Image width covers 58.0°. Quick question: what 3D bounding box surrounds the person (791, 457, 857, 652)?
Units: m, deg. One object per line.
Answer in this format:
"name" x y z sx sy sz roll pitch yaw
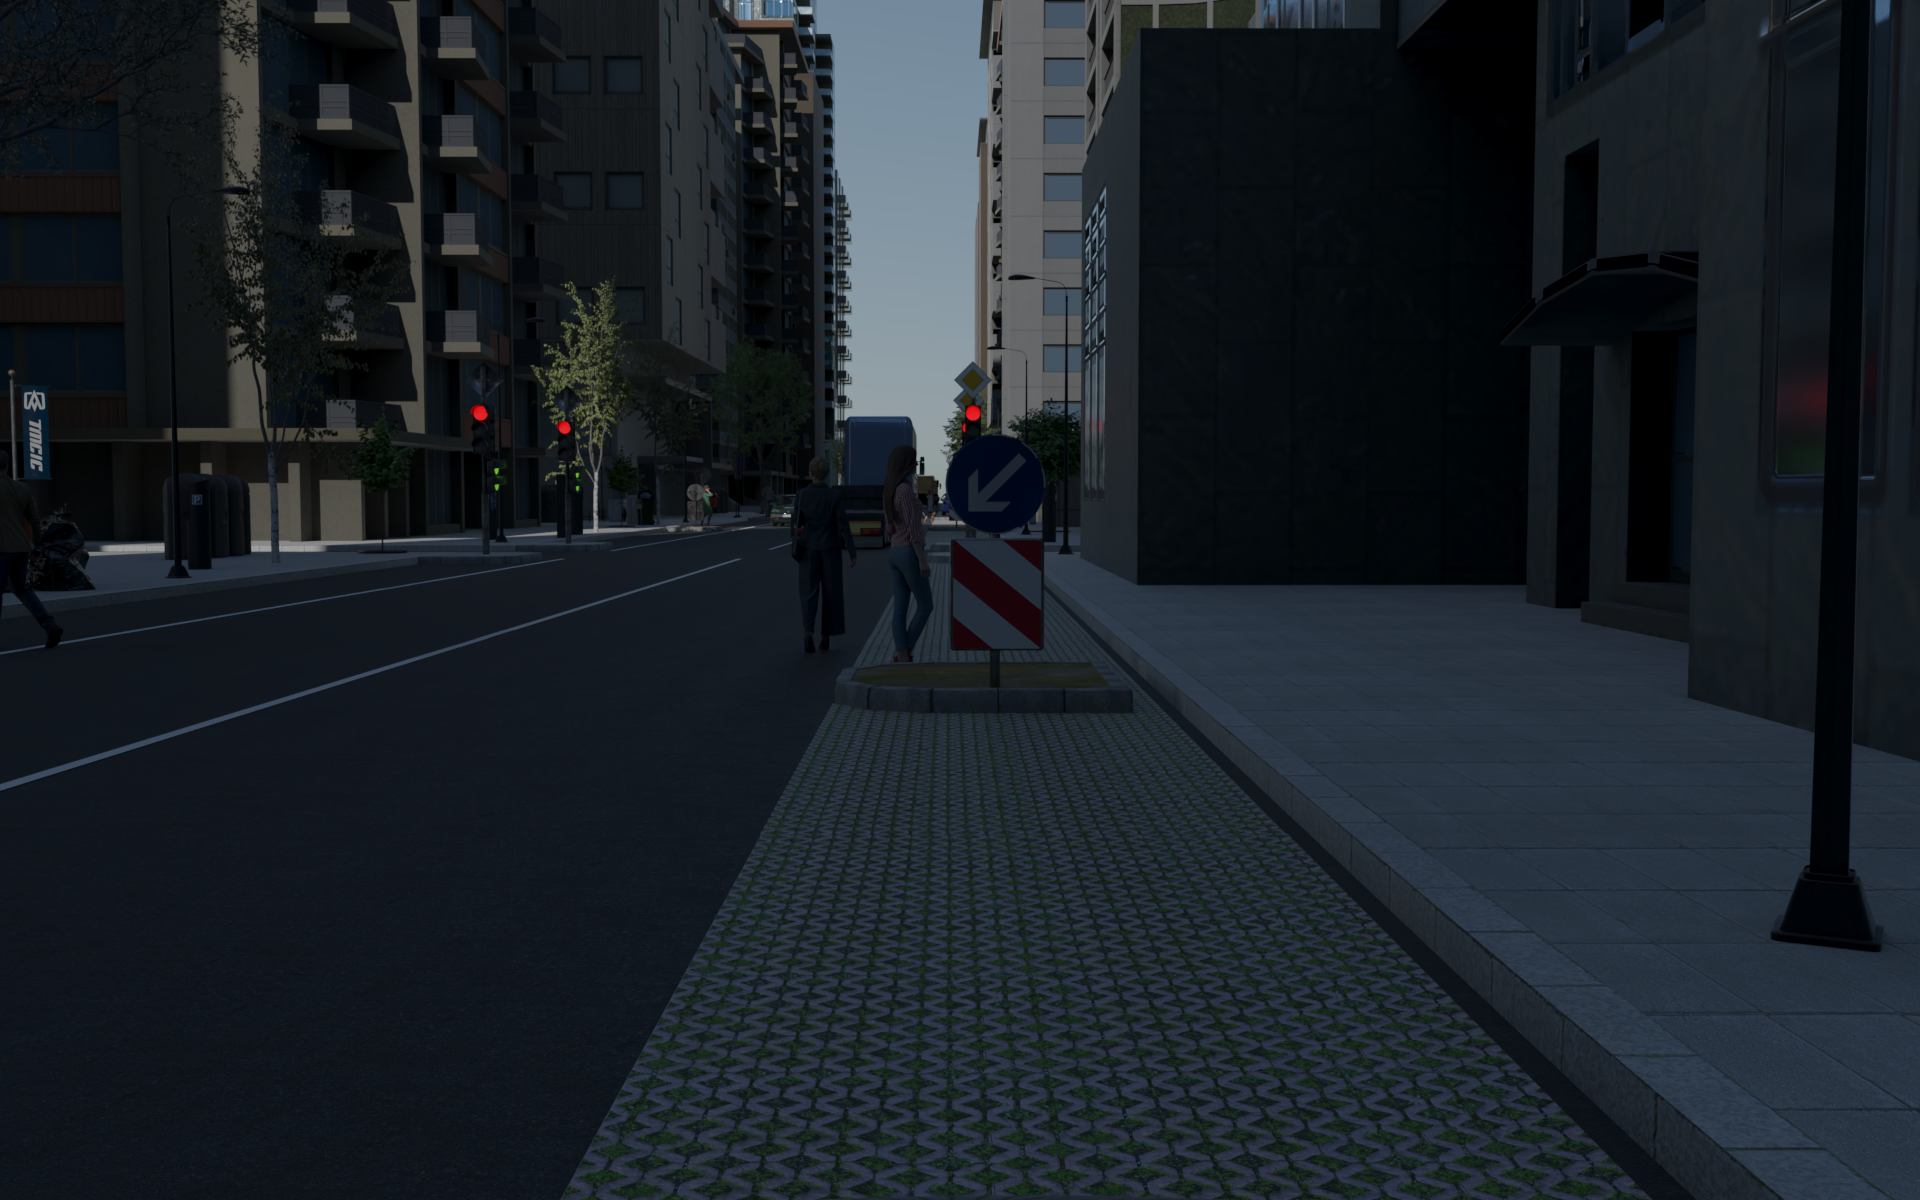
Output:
"person" -1.254 -0.422 15.822 0.576 1.772 0.534 -1 4 -15

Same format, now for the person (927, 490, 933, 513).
"person" -2.286 -7.507 131.900 0.551 1.740 0.621 1 4 19

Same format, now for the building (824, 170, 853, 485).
"building" -27.083 -38.584 250.464 23.786 49.044 30.456 0 4 0

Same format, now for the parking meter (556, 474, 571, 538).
"parking meter" -11.628 -2.746 50.604 0.255 1.863 0.399 0 4 -1

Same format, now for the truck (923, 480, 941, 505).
"truck" -4.293 -14.700 236.270 3.469 3.379 9.791 0 4 0

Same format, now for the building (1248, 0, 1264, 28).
"building" 16.943 -24.588 52.121 14.200 45.320 14.600 0 4 0

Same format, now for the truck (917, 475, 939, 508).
"truck" -3.911 -11.168 178.520 3.469 3.379 9.791 0 4 0

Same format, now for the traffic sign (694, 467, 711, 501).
"traffic sign" -12.069 -4.958 81.163 0.768 2.556 0.104 0 4 0

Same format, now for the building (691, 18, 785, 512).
"building" -30.063 -26.924 132.091 32.217 40.220 23.993 0 4 0

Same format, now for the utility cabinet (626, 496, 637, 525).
"utility cabinet" -13.592 -3.782 73.004 0.306 1.237 1.020 2 4 33

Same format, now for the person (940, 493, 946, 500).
"person" -1.017 -8.125 141.299 1.348 1.831 0.705 1 4 20

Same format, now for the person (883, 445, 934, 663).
"person" -0.404 -0.322 13.773 0.388 1.821 0.555 -3 4 -36

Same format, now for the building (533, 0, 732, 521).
"building" -27.662 -30.891 94.306 28.713 52.752 27.495 0 4 0

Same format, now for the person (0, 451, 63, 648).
"person" -8.735 -0.462 15.965 0.836 1.842 0.656 -1 4 -14

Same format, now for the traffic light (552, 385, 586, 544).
"traffic light" -10.109 -3.411 44.684 0.839 4.253 0.868 0 4 0

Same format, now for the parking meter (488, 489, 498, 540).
"parking meter" -13.188 -2.460 48.631 0.372 1.533 0.369 0 3 0

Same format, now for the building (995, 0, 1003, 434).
"building" 14.317 -30.468 152.777 22.147 44.769 28.867 0 4 0

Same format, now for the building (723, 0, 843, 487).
"building" -25.737 -55.401 218.478 22.319 86.520 31.000 0 4 0

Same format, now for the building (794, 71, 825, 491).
"building" -21.566 -32.447 180.623 14.600 45.320 14.200 0 4 0

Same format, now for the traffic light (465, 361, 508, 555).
"traffic light" -10.056 -2.922 36.699 0.839 4.253 0.868 0 4 0

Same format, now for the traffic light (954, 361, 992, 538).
"traffic light" 0.255 -2.927 36.783 0.839 4.253 0.868 0 4 0

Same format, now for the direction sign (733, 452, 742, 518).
"direction sign" -12.326 -6.379 96.295 0.379 3.537 0.876 1 4 19

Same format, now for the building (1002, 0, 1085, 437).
"building" 13.065 -34.432 104.959 21.231 58.520 28.212 0 4 0

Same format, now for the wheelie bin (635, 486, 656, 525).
"wheelie bin" -12.994 -3.889 71.496 0.693 1.594 0.980 -3 4 -39

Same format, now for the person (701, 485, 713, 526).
"person" -10.519 -3.854 71.761 0.529 1.795 0.600 -1 4 -16

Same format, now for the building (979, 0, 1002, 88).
"building" 16.561 -36.174 180.678 28.713 52.752 27.495 0 4 0

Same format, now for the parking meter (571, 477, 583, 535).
"parking meter" -12.060 -2.981 54.453 0.255 1.863 0.399 2 4 32

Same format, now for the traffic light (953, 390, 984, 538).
"traffic light" 0.202 -3.416 44.768 0.839 4.253 0.868 0 4 0

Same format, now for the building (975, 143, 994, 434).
"building" 9.355 -34.613 216.027 14.600 45.320 14.200 0 4 0

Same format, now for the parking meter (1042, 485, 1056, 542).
"parking meter" 2.377 -2.310 46.173 0.372 1.533 0.369 0 3 0

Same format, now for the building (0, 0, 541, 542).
"building" -26.048 -24.699 58.447 22.147 44.769 28.867 0 4 0

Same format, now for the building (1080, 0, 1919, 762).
"building" 13.683 -43.066 16.807 22.319 86.520 31.000 0 4 0

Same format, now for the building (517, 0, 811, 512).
"building" -25.433 -30.835 158.775 22.147 44.769 28.867 0 4 0

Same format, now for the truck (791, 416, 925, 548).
"truck" -2.947 -3.929 53.998 2.967 4.110 18.799 0 4 1

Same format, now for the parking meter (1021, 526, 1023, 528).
"parking meter" 2.200 -3.696 66.147 0.255 1.863 0.399 3 5 44

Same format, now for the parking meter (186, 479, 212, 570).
"parking meter" -12.976 -1.291 29.523 0.372 1.533 0.369 0 3 0

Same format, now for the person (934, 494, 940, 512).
"person" -1.827 -7.774 138.837 0.421 1.427 0.697 -1 4 -12

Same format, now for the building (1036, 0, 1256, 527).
"building" 13.884 -38.613 69.574 20.563 71.187 20.611 0 4 0

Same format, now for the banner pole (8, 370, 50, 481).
"banner pole" -18.899 -2.758 35.116 0.863 3.779 0.401 -2 4 -29
